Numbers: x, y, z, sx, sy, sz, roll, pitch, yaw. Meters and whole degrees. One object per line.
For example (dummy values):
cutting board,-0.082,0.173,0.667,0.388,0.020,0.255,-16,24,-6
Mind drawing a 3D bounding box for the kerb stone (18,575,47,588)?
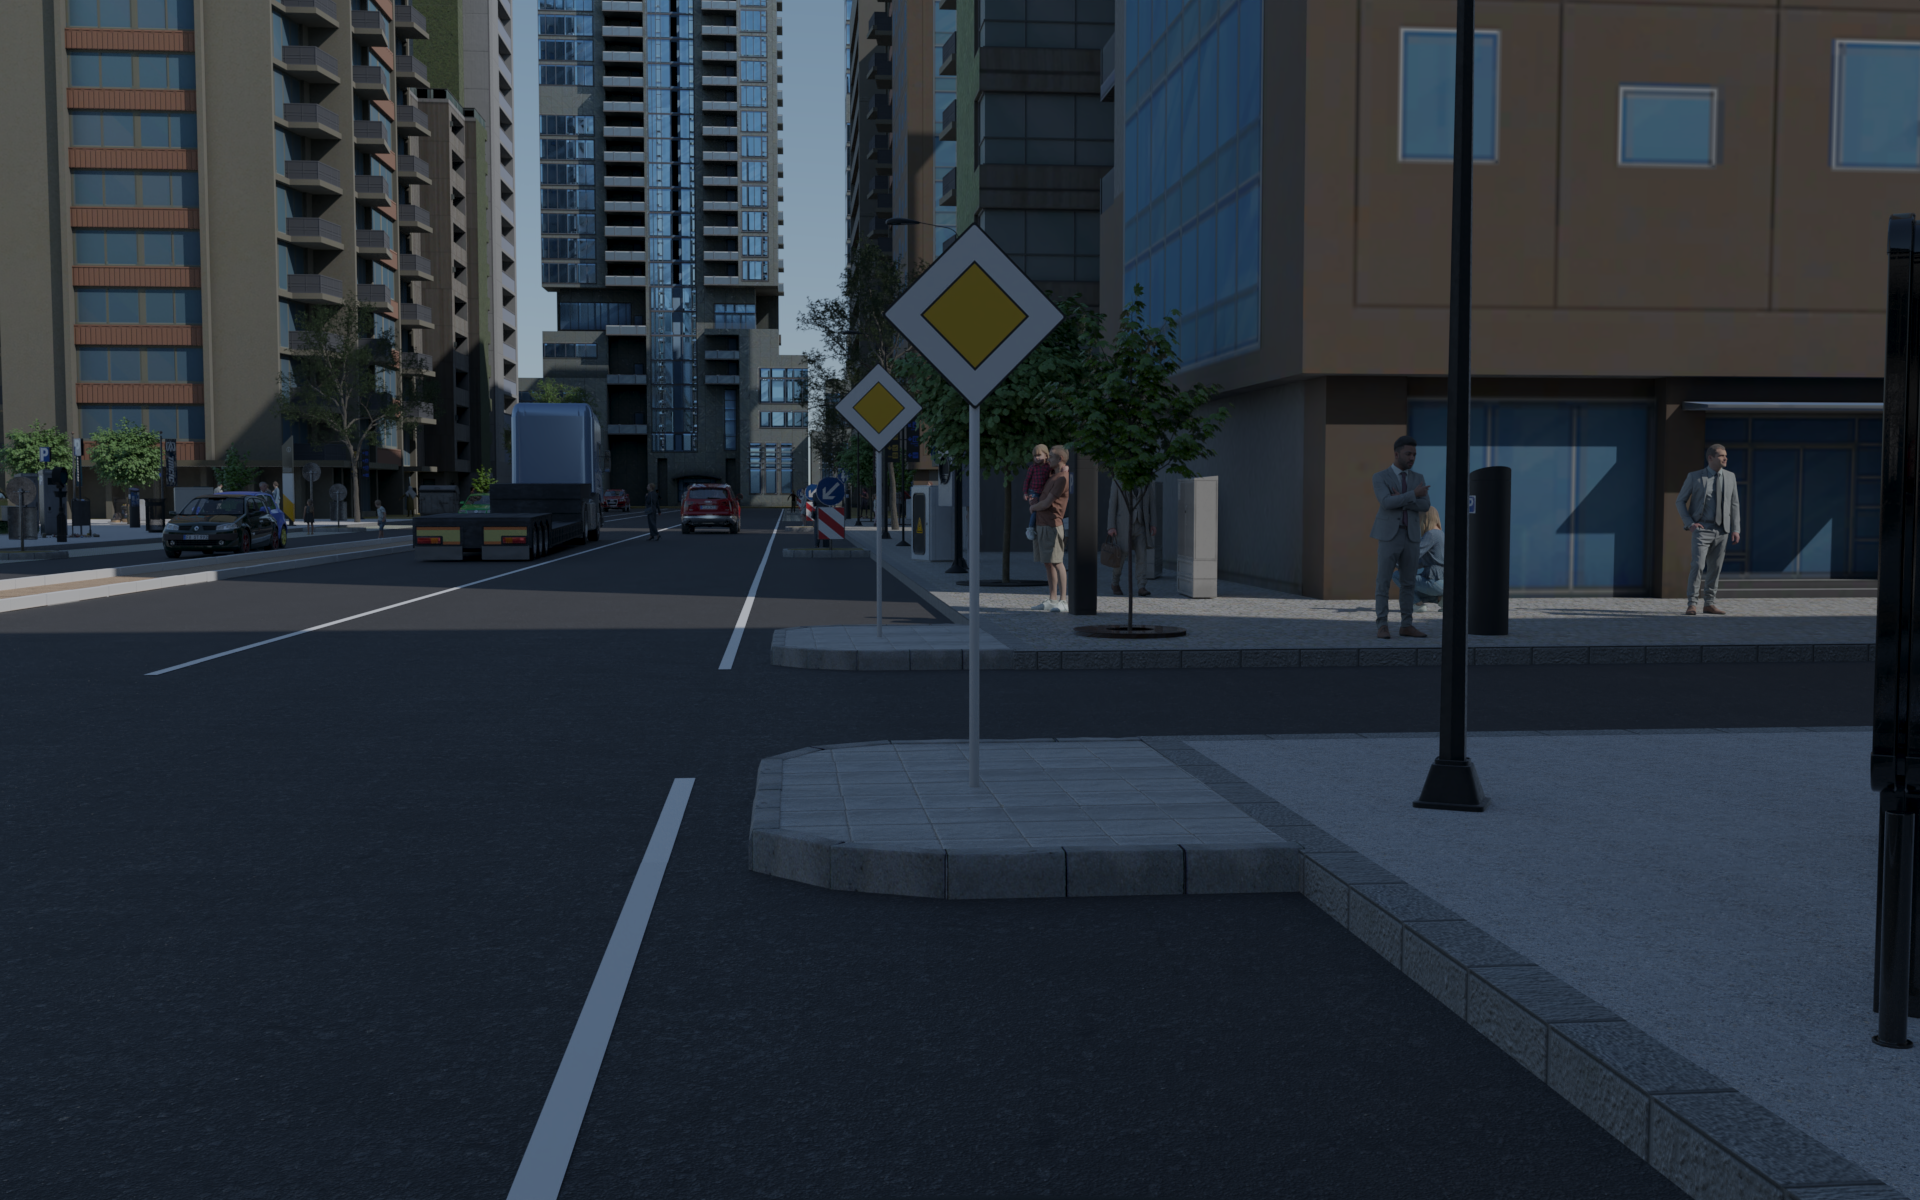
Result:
kerb stone,-14.318,-0.267,26.554,0.120,0.150,1.000,0,4,-6

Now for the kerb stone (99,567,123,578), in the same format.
kerb stone,-14.617,-0.451,29.608,0.120,0.150,1.000,0,4,-6

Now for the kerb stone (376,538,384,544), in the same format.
kerb stone,-16.541,-1.638,48.973,0.120,0.150,1.000,0,4,-6

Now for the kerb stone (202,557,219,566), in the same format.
kerb stone,-15.119,-0.765,34.695,0.120,0.150,1.000,0,4,-6

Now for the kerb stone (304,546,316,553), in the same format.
kerb stone,-15.828,-1.201,41.836,0.120,0.150,1.000,0,4,-6

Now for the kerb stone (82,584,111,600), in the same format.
kerb stone,-11.920,-0.088,23.724,0.120,0.150,1.000,0,4,-6

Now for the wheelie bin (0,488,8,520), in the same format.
wheelie bin,-46.459,-4.641,83.782,0.693,1.594,0.980,-3,5,-43

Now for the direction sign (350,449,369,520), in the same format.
direction sign,-30.257,-5.834,87.375,0.876,3.537,0.379,-1,4,-16

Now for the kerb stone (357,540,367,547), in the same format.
kerb stone,-16.325,-1.513,46.934,0.120,0.150,1.000,0,4,-6

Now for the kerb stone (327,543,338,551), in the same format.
kerb stone,-16.023,-1.325,43.882,0.120,0.150,1.000,0,4,-6

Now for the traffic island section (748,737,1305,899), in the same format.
traffic island section,0.106,0.899,7.584,2.009,0.180,2.903,0,4,-6

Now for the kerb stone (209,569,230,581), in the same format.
kerb stone,-12.418,-0.404,28.819,0.120,0.150,1.000,0,4,-6

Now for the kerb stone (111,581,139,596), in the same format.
kerb stone,-12.021,-0.156,24.743,0.120,0.150,1.000,0,4,-6

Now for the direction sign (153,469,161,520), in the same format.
direction sign,-40.054,-5.760,86.174,0.876,3.537,0.379,1,4,14

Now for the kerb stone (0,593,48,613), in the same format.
kerb stone,-11.725,0.035,21.688,0.120,0.150,1.000,0,4,-6

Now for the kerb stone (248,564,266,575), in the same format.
kerb stone,-12.626,-0.522,30.857,0.120,0.150,1.000,0,4,-6

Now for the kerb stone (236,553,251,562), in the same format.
kerb stone,-15.318,-0.889,36.738,0.120,0.150,1.000,0,4,-6

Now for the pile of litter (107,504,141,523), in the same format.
pile of litter,-37.515,-3.925,78.137,1.719,0.858,1.176,-2,4,-24

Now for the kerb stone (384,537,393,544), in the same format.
kerb stone,-16.630,-1.700,49.994,0.120,0.150,1.000,0,4,-6

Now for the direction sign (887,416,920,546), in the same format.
direction sign,-1.398,-3.095,42.605,0.876,3.537,0.379,1,4,21

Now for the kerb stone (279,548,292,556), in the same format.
kerb stone,-15.620,-1.076,39.796,0.120,0.150,1.000,0,4,-6

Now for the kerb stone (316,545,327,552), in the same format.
kerb stone,-15.923,-1.263,42.853,0.120,0.150,1.000,0,4,-6

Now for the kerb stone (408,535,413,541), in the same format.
kerb stone,-16.928,-1.888,53.064,0.120,0.150,1.000,0,4,-6

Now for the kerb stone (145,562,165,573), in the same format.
kerb stone,-14.820,-0.578,31.643,0.120,0.150,1.000,0,4,-6

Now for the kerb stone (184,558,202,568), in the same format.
kerb stone,-15.020,-0.702,33.678,0.120,0.150,1.000,0,4,-6

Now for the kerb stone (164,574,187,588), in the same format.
kerb stone,-12.226,-0.280,26.780,0.120,0.150,1.000,0,4,-6

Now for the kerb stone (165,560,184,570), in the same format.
kerb stone,-14.912,-0.640,32.661,0.120,0.150,1.000,0,4,-6

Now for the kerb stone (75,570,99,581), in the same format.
kerb stone,-14.515,-0.391,28.591,0.120,0.150,1.000,0,4,-6

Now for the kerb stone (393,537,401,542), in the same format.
kerb stone,-16.724,-1.763,51.024,0.120,0.150,1.000,0,4,-6

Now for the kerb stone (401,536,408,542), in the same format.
kerb stone,-16.822,-1.825,52.047,0.120,0.150,1.000,0,4,-6

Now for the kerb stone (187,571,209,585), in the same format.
kerb stone,-12.323,-0.339,27.798,0.120,0.150,1.000,0,4,-6

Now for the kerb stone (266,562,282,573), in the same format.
kerb stone,-12.731,-0.592,31.879,0.120,0.150,1.000,0,4,-6

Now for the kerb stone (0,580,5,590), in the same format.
kerb stone,-14.216,-0.204,25.537,0.120,0.150,1.000,0,4,-6

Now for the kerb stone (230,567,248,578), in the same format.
kerb stone,-12.525,-0.467,29.835,0.120,0.150,1.000,0,4,-6

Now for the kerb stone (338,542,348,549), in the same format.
kerb stone,-16.119,-1.389,44.899,0.120,0.150,1.000,0,4,-6

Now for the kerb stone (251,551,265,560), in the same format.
kerb stone,-15.419,-0.952,37.755,0.120,0.150,1.000,0,4,-6

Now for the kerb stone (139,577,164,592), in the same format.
kerb stone,-12.123,-0.215,25.763,0.120,0.150,1.000,0,4,-6

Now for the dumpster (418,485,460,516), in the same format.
dumpster,-25.979,-4.784,86.439,1.865,1.857,1.264,0,4,-6

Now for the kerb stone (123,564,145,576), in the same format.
kerb stone,-14.708,-0.516,30.627,0.120,0.150,1.000,0,4,-6

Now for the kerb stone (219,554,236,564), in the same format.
kerb stone,-15.211,-0.822,35.714,0.120,0.150,1.000,0,4,-6

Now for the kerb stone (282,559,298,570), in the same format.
kerb stone,-12.828,-0.655,32.897,0.120,0.150,1.000,0,4,-6

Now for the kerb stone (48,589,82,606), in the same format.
kerb stone,-11.813,-0.031,22.706,0.120,0.150,1.000,0,4,-6

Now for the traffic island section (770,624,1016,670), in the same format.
traffic island section,-0.680,0.413,15.531,2.009,0.180,2.903,0,4,-6

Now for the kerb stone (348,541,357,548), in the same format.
kerb stone,-16.231,-1.451,45.916,0.120,0.150,1.000,0,4,-6

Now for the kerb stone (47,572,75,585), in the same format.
kerb stone,-14.407,-0.329,27.572,0.120,0.150,1.000,0,4,-6

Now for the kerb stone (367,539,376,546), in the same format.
kerb stone,-16.423,-1.576,47.957,0.120,0.150,1.000,0,4,-6

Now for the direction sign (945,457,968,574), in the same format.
direction sign,-0.057,-2.204,28.036,0.379,3.537,0.876,-2,4,-24

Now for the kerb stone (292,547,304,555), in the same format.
kerb stone,-15.718,-1.139,40.813,0.120,0.150,1.000,0,4,-6

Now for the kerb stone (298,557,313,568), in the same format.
kerb stone,-12.925,-0.717,33.917,0.120,0.150,1.000,0,4,-6

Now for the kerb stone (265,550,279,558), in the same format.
kerb stone,-15.521,-1.014,38.778,0.120,0.150,1.000,0,4,-6
